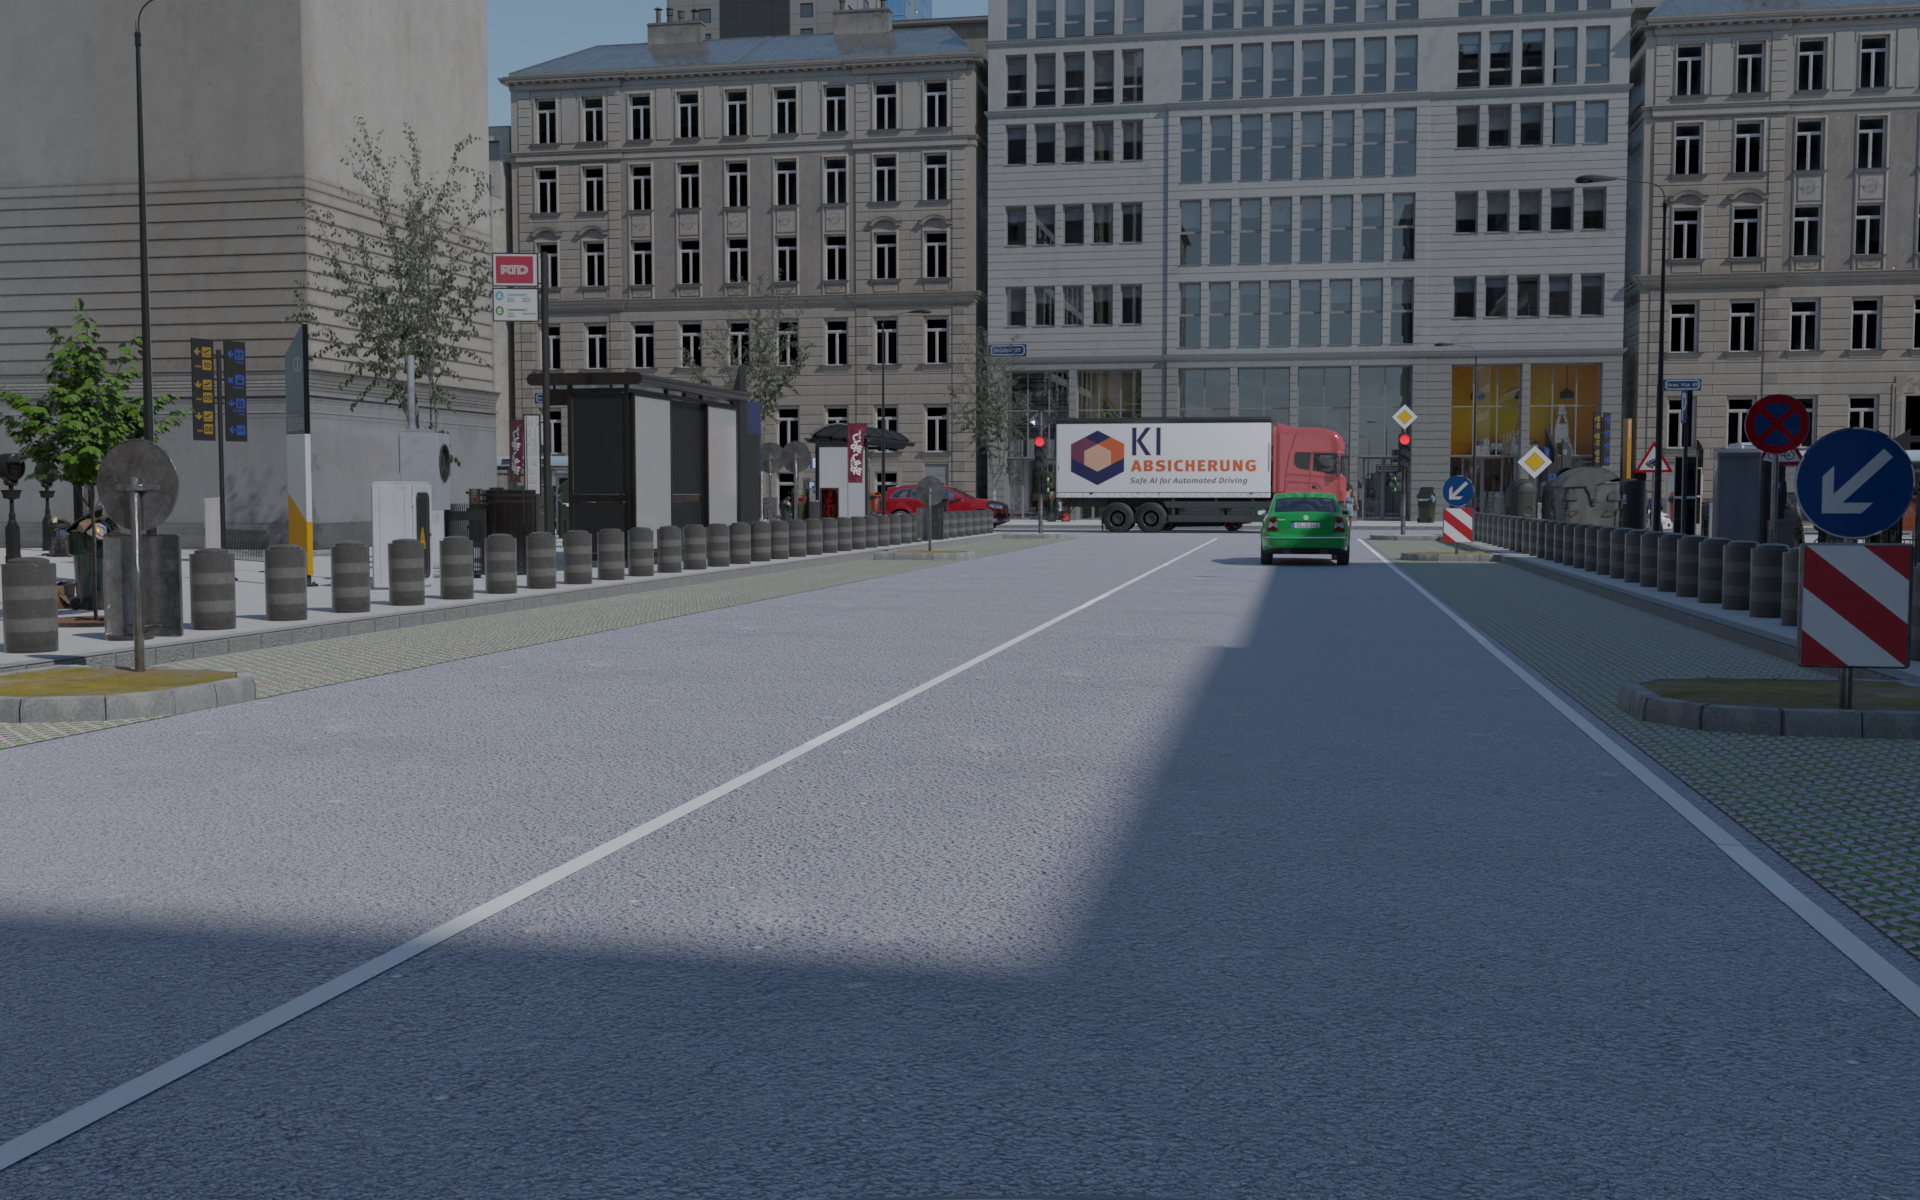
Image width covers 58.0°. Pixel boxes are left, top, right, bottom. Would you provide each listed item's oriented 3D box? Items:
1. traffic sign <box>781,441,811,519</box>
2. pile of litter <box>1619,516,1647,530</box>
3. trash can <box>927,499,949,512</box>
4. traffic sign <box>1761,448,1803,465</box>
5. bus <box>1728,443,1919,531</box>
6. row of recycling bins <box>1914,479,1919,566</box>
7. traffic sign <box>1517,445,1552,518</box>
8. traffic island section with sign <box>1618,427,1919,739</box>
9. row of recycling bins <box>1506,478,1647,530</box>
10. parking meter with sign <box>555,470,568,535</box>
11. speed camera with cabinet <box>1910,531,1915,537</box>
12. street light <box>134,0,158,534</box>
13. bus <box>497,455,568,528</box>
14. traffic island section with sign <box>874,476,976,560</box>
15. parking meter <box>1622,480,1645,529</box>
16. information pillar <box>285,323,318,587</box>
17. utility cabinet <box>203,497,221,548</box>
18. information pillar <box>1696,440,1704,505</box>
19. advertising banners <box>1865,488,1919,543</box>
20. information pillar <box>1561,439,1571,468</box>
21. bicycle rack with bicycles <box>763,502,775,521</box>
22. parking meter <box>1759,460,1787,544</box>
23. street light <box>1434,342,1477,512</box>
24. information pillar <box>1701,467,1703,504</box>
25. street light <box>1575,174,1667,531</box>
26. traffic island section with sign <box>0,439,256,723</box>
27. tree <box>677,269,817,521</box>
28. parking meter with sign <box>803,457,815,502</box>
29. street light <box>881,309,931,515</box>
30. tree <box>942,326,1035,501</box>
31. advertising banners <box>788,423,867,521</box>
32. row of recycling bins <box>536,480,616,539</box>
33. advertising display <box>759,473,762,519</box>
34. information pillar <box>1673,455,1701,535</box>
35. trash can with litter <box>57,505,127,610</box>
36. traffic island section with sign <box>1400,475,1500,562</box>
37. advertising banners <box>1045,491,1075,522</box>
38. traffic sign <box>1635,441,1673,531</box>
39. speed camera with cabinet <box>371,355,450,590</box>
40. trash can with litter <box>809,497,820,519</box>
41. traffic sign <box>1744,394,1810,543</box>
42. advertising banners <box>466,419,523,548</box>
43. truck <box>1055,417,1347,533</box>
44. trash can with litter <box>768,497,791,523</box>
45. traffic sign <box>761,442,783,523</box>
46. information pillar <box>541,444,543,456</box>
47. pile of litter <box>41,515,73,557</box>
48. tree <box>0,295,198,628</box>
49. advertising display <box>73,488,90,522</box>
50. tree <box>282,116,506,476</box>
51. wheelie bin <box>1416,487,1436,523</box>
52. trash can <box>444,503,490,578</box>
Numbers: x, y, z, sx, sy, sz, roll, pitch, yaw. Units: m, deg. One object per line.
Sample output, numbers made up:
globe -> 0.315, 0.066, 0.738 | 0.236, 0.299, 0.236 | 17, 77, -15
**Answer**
traffic sign -> -3.937, -2.533, 41.520 | 0.768, 2.556, 0.104 | 1, 4, 13
pile of litter -> 15.806, -1.647, 40.891 | 1.719, 0.858, 1.176 | 2, 4, 34
trash can -> -0.700, -2.561, 53.532 | 0.748, 1.137, 0.748 | 0, 3, 0
traffic sign -> 15.189, -1.963, 32.091 | 0.884, 2.594, 0.081 | 1, 4, 15
bus -> 34.499, -4.071, 61.420 | 13.247, 3.499, 2.948 | 1, 4, 12
row of recycling bins -> 15.599, -1.233, 27.269 | 1.069, 1.692, 3.534 | 2, 4, 30
traffic sign -> 13.582, -2.434, 40.988 | 0.795, 2.450, 0.064 | 1, 4, 15
traffic island section with sign -> 5.344, -0.148, 11.051 | 1.989, 1.847, 2.006 | 1, 4, 11
row of recycling bins -> 16.351, -2.378, 45.992 | 3.534, 1.692, 1.069 | 1, 4, 15
parking meter with sign -> -12.282, -3.546, 54.245 | 1.738, 3.016, 0.543 | 0, 4, 7
speed camera with cabinet -> 29.261, -3.475, 51.150 | 2.038, 3.252, 0.660 | 2, 4, 29
street light -> -6.932, -2.643, 15.755 | 1.470, 5.913, 1.316 | 1, 4, 11
bus -> -20.188, -4.737, 72.303 | 13.247, 3.499, 2.948 | 1, 4, 11
traffic island section with sign -> -0.714, -1.808, 38.186 | 1.989, 1.847, 2.006 | 1, 4, 11
parking meter -> 12.319, -1.424, 31.691 | 0.372, 1.533, 0.369 | 0, 3, 0
information pillar -> -9.149, -1.996, 23.986 | 0.504, 3.616, 0.183 | 3, 4, 39
utility cabinet -> -14.246, -1.335, 32.986 | 0.306, 1.237, 1.020 | -2, 4, -24
information pillar -> 31.660, -5.067, 74.205 | 0.183, 3.616, 0.504 | 0, 4, -5
advertising banners -> 11.896, -1.512, 20.915 | 0.090, 3.025, 2.074 | -2, 4, -33
information pillar -> 25.592, -5.007, 73.219 | 0.504, 3.616, 0.183 | -1, 4, -22
bicycle rack with bicycles -> -9.742, -4.088, 80.223 | 2.852, 0.926, 2.925 | -1, 4, -15
parking meter -> 14.119, -1.493, 30.116 | 0.399, 1.863, 0.255 | 0, 4, 1
street light -> 15.210, -4.925, 53.071 | 1.470, 5.913, 1.316 | 1, 4, 11
information pillar -> 20.339, -2.658, 47.954 | 0.304, 2.012, 0.304 | 1, 4, 10
street light -> 9.624, -3.221, 25.210 | 1.470, 5.913, 1.316 | 1, 4, 11
traffic island section with sign -> -5.962, -0.191, 11.745 | 1.989, 1.847, 2.006 | 1, 4, 11
tree -> -6.705, -6.470, 56.151 | 4.360, 8.622, 3.978 | 0, 3, 0
parking meter with sign -> -7.194, -5.295, 82.841 | 0.543, 3.016, 1.738 | -2, 4, -26
street light -> -1.409, -4.349, 43.650 | 1.470, 5.913, 1.316 | 1, 4, 11
tree -> 1.409, -7.636, 75.206 | 4.360, 8.622, 3.978 | 0, 3, 0
advertising banners -> -3.214, -2.818, 42.257 | 2.074, 3.025, 0.090 | -2, 4, -25
row of recycling bins -> -10.738, -2.628, 50.080 | 3.534, 1.692, 1.069 | 0, 4, -4
advertising display -> -5.795, -2.520, 46.418 | 0.974, 1.923, 0.123 | 1, 4, 12
information pillar -> 13.723, -1.731, 32.787 | 0.304, 2.012, 0.304 | -1, 4, -11
trash can with litter -> -9.840, -0.482, 19.267 | 1.055, 1.170, 0.624 | 1, 4, 9
traffic island section with sign -> 10.596, -1.765, 37.491 | 1.989, 1.847, 2.006 | 1, 4, 11
advertising banners -> 4.858, -5.122, 79.926 | 2.074, 3.025, 0.090 | -2, 4, -28
traffic sign -> 17.121, -2.617, 42.796 | 0.884, 2.594, 0.081 | 1, 4, 14
speed camera with cabinet -> -7.607, -1.818, 24.063 | 0.660, 3.252, 2.038 | 0, 4, -2
trash can with litter -> -3.500, -2.203, 47.081 | 2.233, 1.210, 1.678 | -2, 4, -27
traffic sign -> 10.417, -1.348, 22.151 | 0.768, 2.556, 0.104 | 1, 4, 15
advertising banners -> -10.976, -2.736, 40.928 | 2.074, 3.025, 0.090 | 2, 4, 35
truck -> 9.247, -4.606, 64.229 | 11.283, 4.237, 2.839 | 1, 4, 10
trash can with litter -> -7.794, -3.882, 74.862 | 1.055, 1.170, 0.624 | 0, 4, 6
traffic sign -> -4.661, -2.595, 42.542 | 0.768, 2.556, 0.104 | 1, 4, 12
information pillar -> -19.266, -5.456, 80.561 | 0.504, 3.616, 0.183 | -3, 5, -39
pile of litter -> -18.370, -1.338, 35.834 | 1.176, 0.858, 1.719 | -2, 4, -25
tree -> -8.679, -1.372, 17.033 | 1.663, 3.219, 1.824 | 0, 3, 0
advertising display -> -12.731, -1.218, 25.130 | 0.123, 1.923, 0.974 | -1, 4, -21
tree -> -10.636, -5.091, 33.593 | 4.360, 8.622, 3.978 | 0, 3, 0
wheelie bin -> 20.715, -4.222, 76.942 | 0.980, 1.594, 0.693 | 3, 5, 42
trash can -> -7.547, -0.903, 26.421 | 0.748, 1.137, 0.748 | 0, 3, 0
